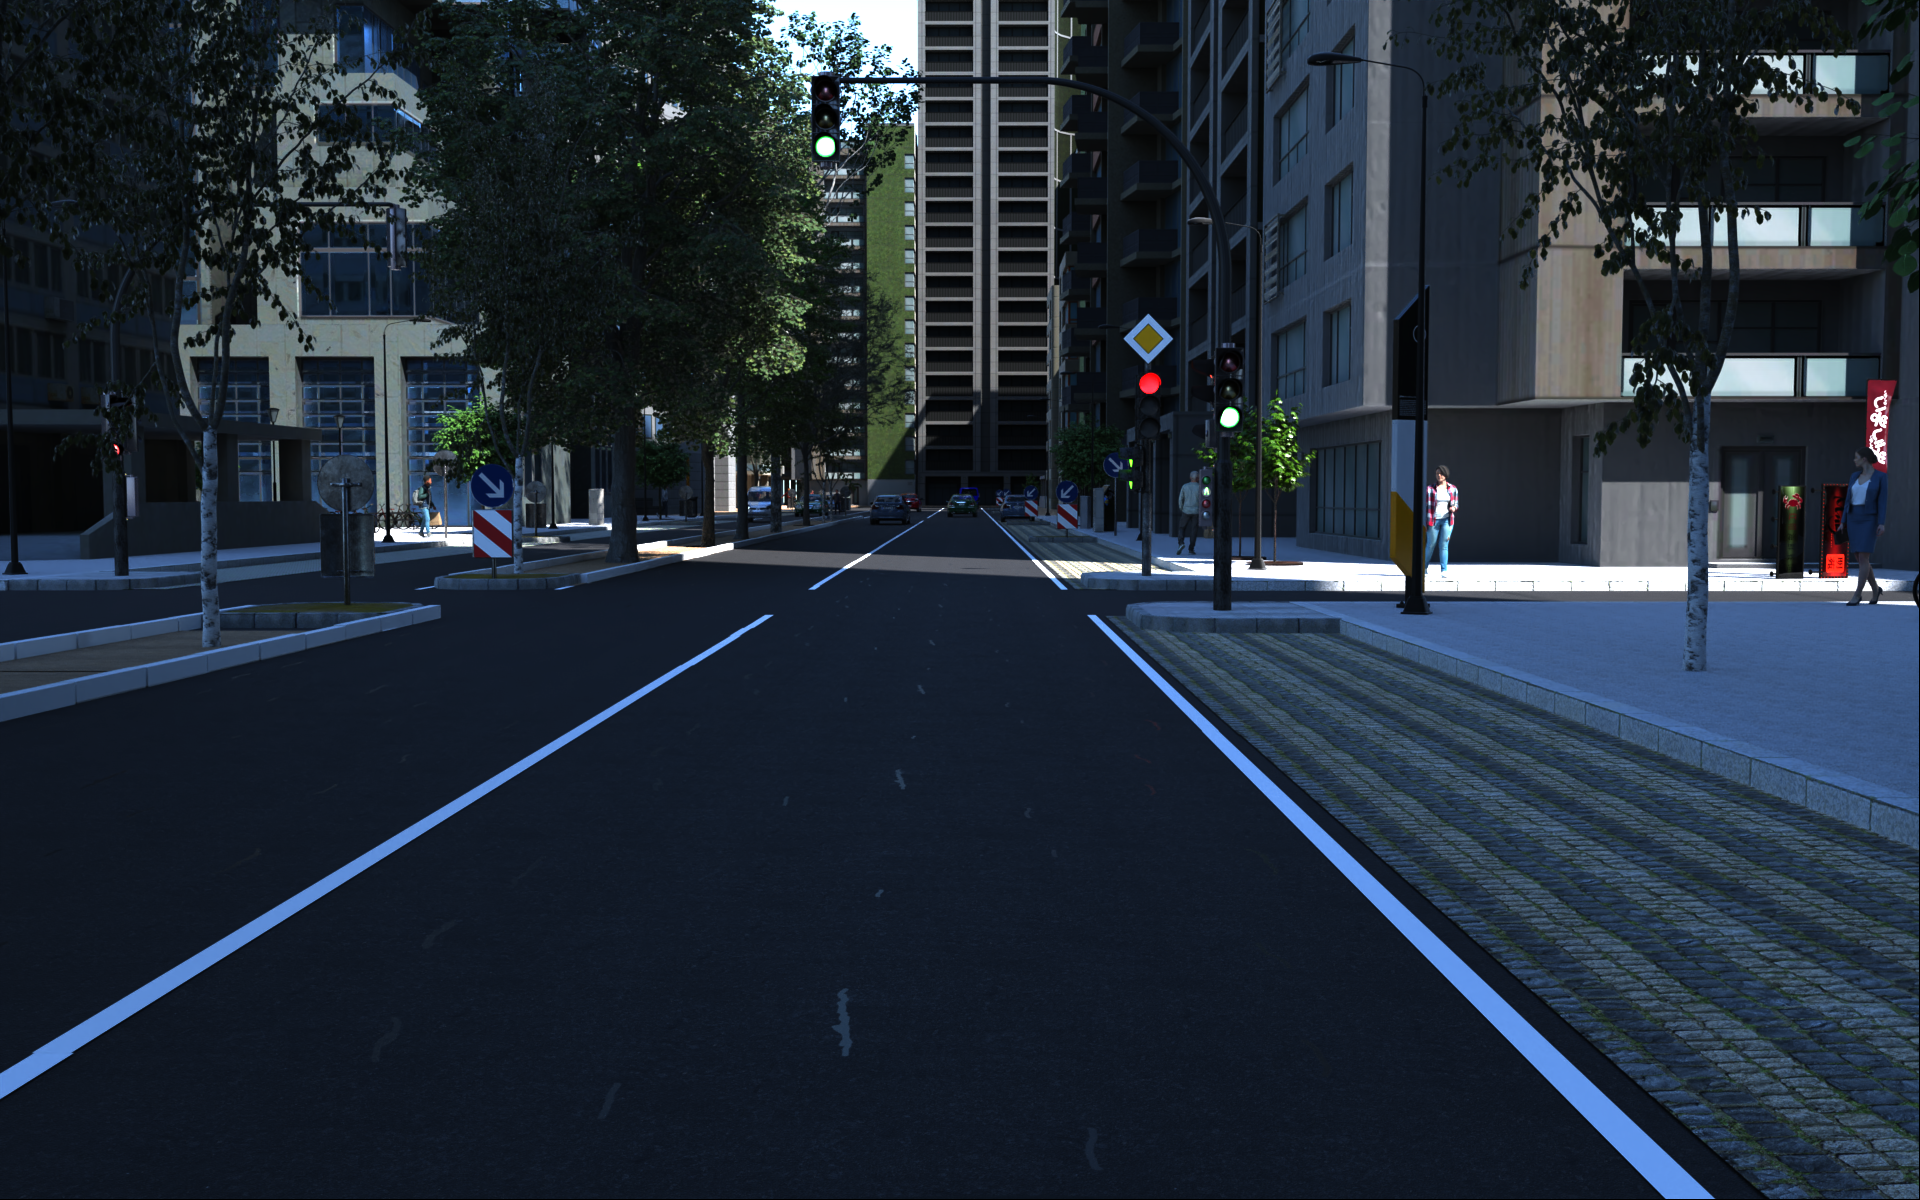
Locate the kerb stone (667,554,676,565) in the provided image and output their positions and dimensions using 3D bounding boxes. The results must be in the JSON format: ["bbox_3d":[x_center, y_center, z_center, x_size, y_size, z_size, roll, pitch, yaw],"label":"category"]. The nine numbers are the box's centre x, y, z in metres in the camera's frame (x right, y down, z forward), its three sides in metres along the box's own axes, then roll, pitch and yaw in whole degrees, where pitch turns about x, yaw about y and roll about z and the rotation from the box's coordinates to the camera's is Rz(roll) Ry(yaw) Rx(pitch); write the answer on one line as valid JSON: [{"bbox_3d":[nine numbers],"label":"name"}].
[{"bbox_3d":[-6.008,-0.808,35.411,0.120,0.150,1.000,0,4,0],"label":"kerb stone"}]

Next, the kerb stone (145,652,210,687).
[{"bbox_3d":[-6.086,0.543,13.359,0.120,0.150,1.000,0,4,0],"label":"kerb stone"}]

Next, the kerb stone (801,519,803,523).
[{"bbox_3d":[-7.909,-3.812,84.623,0.120,0.150,1.000,0,4,0],"label":"kerb stone"}]

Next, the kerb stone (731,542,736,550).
[{"bbox_3d":[-5.961,-1.374,44.659,0.120,0.150,1.000,0,4,0],"label":"kerb stone"}]

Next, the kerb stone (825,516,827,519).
[{"bbox_3d":[-7.854,-4.696,98.974,0.120,0.150,1.000,0,4,0],"label":"kerb stone"}]

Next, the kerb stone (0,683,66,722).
[{"bbox_3d":[-6.090,0.667,11.300,0.120,0.150,1.000,0,4,0],"label":"kerb stone"}]

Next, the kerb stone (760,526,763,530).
[{"bbox_3d":[-7.974,-2.814,68.225,0.120,0.150,1.000,0,4,0],"label":"kerb stone"}]

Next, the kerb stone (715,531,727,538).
[{"bbox_3d":[-8.020,-2.185,57.965,0.120,0.150,1.000,0,4,0],"label":"kerb stone"}]

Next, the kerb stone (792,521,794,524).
[{"bbox_3d":[-7.931,-3.563,80.523,0.120,0.150,1.000,0,4,0],"label":"kerb stone"}]

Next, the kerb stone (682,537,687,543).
[{"bbox_3d":[-8.049,-1.685,49.773,0.120,0.150,1.000,0,4,0],"label":"kerb stone"}]

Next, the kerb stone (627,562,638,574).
[{"bbox_3d":[-6.016,-0.554,31.310,0.120,0.150,1.000,0,4,0],"label":"kerb stone"}]

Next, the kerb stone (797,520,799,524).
[{"bbox_3d":[-7.922,-3.692,82.576,0.120,0.150,1.000,0,4,0],"label":"kerb stone"}]

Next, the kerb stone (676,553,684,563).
[{"bbox_3d":[-5.994,-0.871,36.441,0.120,0.150,1.000,0,4,0],"label":"kerb stone"}]

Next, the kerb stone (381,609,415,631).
[{"bbox_3d":[-6.070,0.229,18.493,0.120,0.150,1.000,0,4,0],"label":"kerb stone"}]

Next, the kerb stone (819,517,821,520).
[{"bbox_3d":[-7.873,-4.445,94.868,0.120,0.150,1.000,0,4,0],"label":"kerb stone"}]

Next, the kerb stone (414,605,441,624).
[{"bbox_3d":[-6.063,0.164,19.519,0.120,0.150,1.000,0,4,0],"label":"kerb stone"}]

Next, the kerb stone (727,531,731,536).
[{"bbox_3d":[-8.011,-2.251,58.993,0.120,0.150,1.000,0,4,0],"label":"kerb stone"}]

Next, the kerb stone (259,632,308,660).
[{"bbox_3d":[-6.080,0.415,15.416,0.120,0.150,1.000,0,4,0],"label":"kerb stone"}]

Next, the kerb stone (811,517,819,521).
[{"bbox_3d":[-7.864,-4.379,93.846,0.120,0.150,1.000,0,4,0],"label":"kerb stone"}]

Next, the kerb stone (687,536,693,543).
[{"bbox_3d":[-8.041,-1.749,50.795,0.120,0.150,1.000,0,4,0],"label":"kerb stone"}]

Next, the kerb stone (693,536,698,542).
[{"bbox_3d":[-8.041,-1.811,51.819,0.120,0.150,1.000,0,4,0],"label":"kerb stone"}]

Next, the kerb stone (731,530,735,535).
[{"bbox_3d":[-8.016,-2.313,60.018,0.120,0.150,1.000,0,4,0],"label":"kerb stone"}]

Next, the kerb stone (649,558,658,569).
[{"bbox_3d":[-6.006,-0.680,33.355,0.120,0.150,1.000,0,4,0],"label":"kerb stone"}]

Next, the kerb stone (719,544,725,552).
[{"bbox_3d":[-5.974,-1.244,42.606,0.120,0.150,1.000,0,4,0],"label":"kerb stone"}]

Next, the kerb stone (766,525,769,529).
[{"bbox_3d":[-7.962,-2.939,70.271,0.120,0.150,1.000,0,4,0],"label":"kerb stone"}]

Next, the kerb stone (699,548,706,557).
[{"bbox_3d":[-5.981,-1.059,39.516,0.120,0.150,1.000,0,4,0],"label":"kerb stone"}]

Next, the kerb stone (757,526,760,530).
[{"bbox_3d":[-7.979,-2.751,67.203,0.120,0.150,1.000,0,4,0],"label":"kerb stone"}]

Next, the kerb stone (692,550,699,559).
[{"bbox_3d":[-5.996,-0.991,38.489,0.120,0.150,1.000,0,4,0],"label":"kerb stone"}]

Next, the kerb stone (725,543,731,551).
[{"bbox_3d":[-5.972,-1.311,43.636,0.120,0.150,1.000,0,4,0],"label":"kerb stone"}]

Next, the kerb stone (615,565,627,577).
[{"bbox_3d":[-6.022,-0.495,30.287,0.120,0.150,1.000,0,4,0],"label":"kerb stone"}]

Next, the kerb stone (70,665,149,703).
[{"bbox_3d":[-6.095,0.603,12.334,0.120,0.150,1.000,0,4,0],"label":"kerb stone"}]

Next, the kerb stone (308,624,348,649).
[{"bbox_3d":[-6.076,0.362,16.450,0.120,0.150,1.000,0,4,0],"label":"kerb stone"}]

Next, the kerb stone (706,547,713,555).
[{"bbox_3d":[-5.978,-1.122,40.545,0.120,0.150,1.000,0,4,0],"label":"kerb stone"}]

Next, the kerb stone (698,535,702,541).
[{"bbox_3d":[-8.033,-1.875,52.847,0.120,0.150,1.000,0,4,0],"label":"kerb stone"}]

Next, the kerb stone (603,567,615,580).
[{"bbox_3d":[-6.026,-0.432,29.262,0.120,0.150,1.000,0,4,0],"label":"kerb stone"}]

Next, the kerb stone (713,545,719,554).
[{"bbox_3d":[-5.985,-1.182,41.567,0.120,0.150,1.000,0,4,0],"label":"kerb stone"}]

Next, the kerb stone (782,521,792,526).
[{"bbox_3d":[-7.927,-3.505,79.495,0.120,0.150,1.000,0,4,0],"label":"kerb stone"}]

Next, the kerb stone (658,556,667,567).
[{"bbox_3d":[-6.010,-0.745,34.380,0.120,0.150,1.000,0,4,0],"label":"kerb stone"}]

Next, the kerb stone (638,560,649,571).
[{"bbox_3d":[-6.010,-0.616,32.333,0.120,0.150,1.000,0,4,0],"label":"kerb stone"}]

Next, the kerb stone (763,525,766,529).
[{"bbox_3d":[-7.966,-2.874,69.249,0.120,0.150,1.000,0,4,0],"label":"kerb stone"}]

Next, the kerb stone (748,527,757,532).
[{"bbox_3d":[-7.981,-2.687,66.181,0.120,0.150,1.000,0,4,0],"label":"kerb stone"}]

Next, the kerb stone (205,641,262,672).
[{"bbox_3d":[-6.087,0.478,14.386,0.120,0.150,1.000,0,4,0],"label":"kerb stone"}]

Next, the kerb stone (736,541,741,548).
[{"bbox_3d":[-5.966,-1.436,45.681,0.120,0.150,1.000,0,4,0],"label":"kerb stone"}]

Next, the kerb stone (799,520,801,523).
[{"bbox_3d":[-7.913,-3.756,83.600,0.120,0.150,1.000,0,4,0],"label":"kerb stone"}]

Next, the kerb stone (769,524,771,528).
[{"bbox_3d":[-7.961,-3.001,71.300,0.120,0.150,1.000,0,4,0],"label":"kerb stone"}]

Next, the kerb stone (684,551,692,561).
[{"bbox_3d":[-5.998,-0.934,37.465,0.120,0.150,1.000,0,4,0],"label":"kerb stone"}]

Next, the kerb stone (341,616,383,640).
[{"bbox_3d":[-6.075,0.289,17.471,0.120,0.150,1.000,0,4,0],"label":"kerb stone"}]

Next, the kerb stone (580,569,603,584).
[{"bbox_3d":[-6.027,-0.370,28.239,0.120,0.150,1.000,0,4,0],"label":"kerb stone"}]

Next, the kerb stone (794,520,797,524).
[{"bbox_3d":[-7.919,-3.630,81.545,0.120,0.150,1.000,0,4,0],"label":"kerb stone"}]
